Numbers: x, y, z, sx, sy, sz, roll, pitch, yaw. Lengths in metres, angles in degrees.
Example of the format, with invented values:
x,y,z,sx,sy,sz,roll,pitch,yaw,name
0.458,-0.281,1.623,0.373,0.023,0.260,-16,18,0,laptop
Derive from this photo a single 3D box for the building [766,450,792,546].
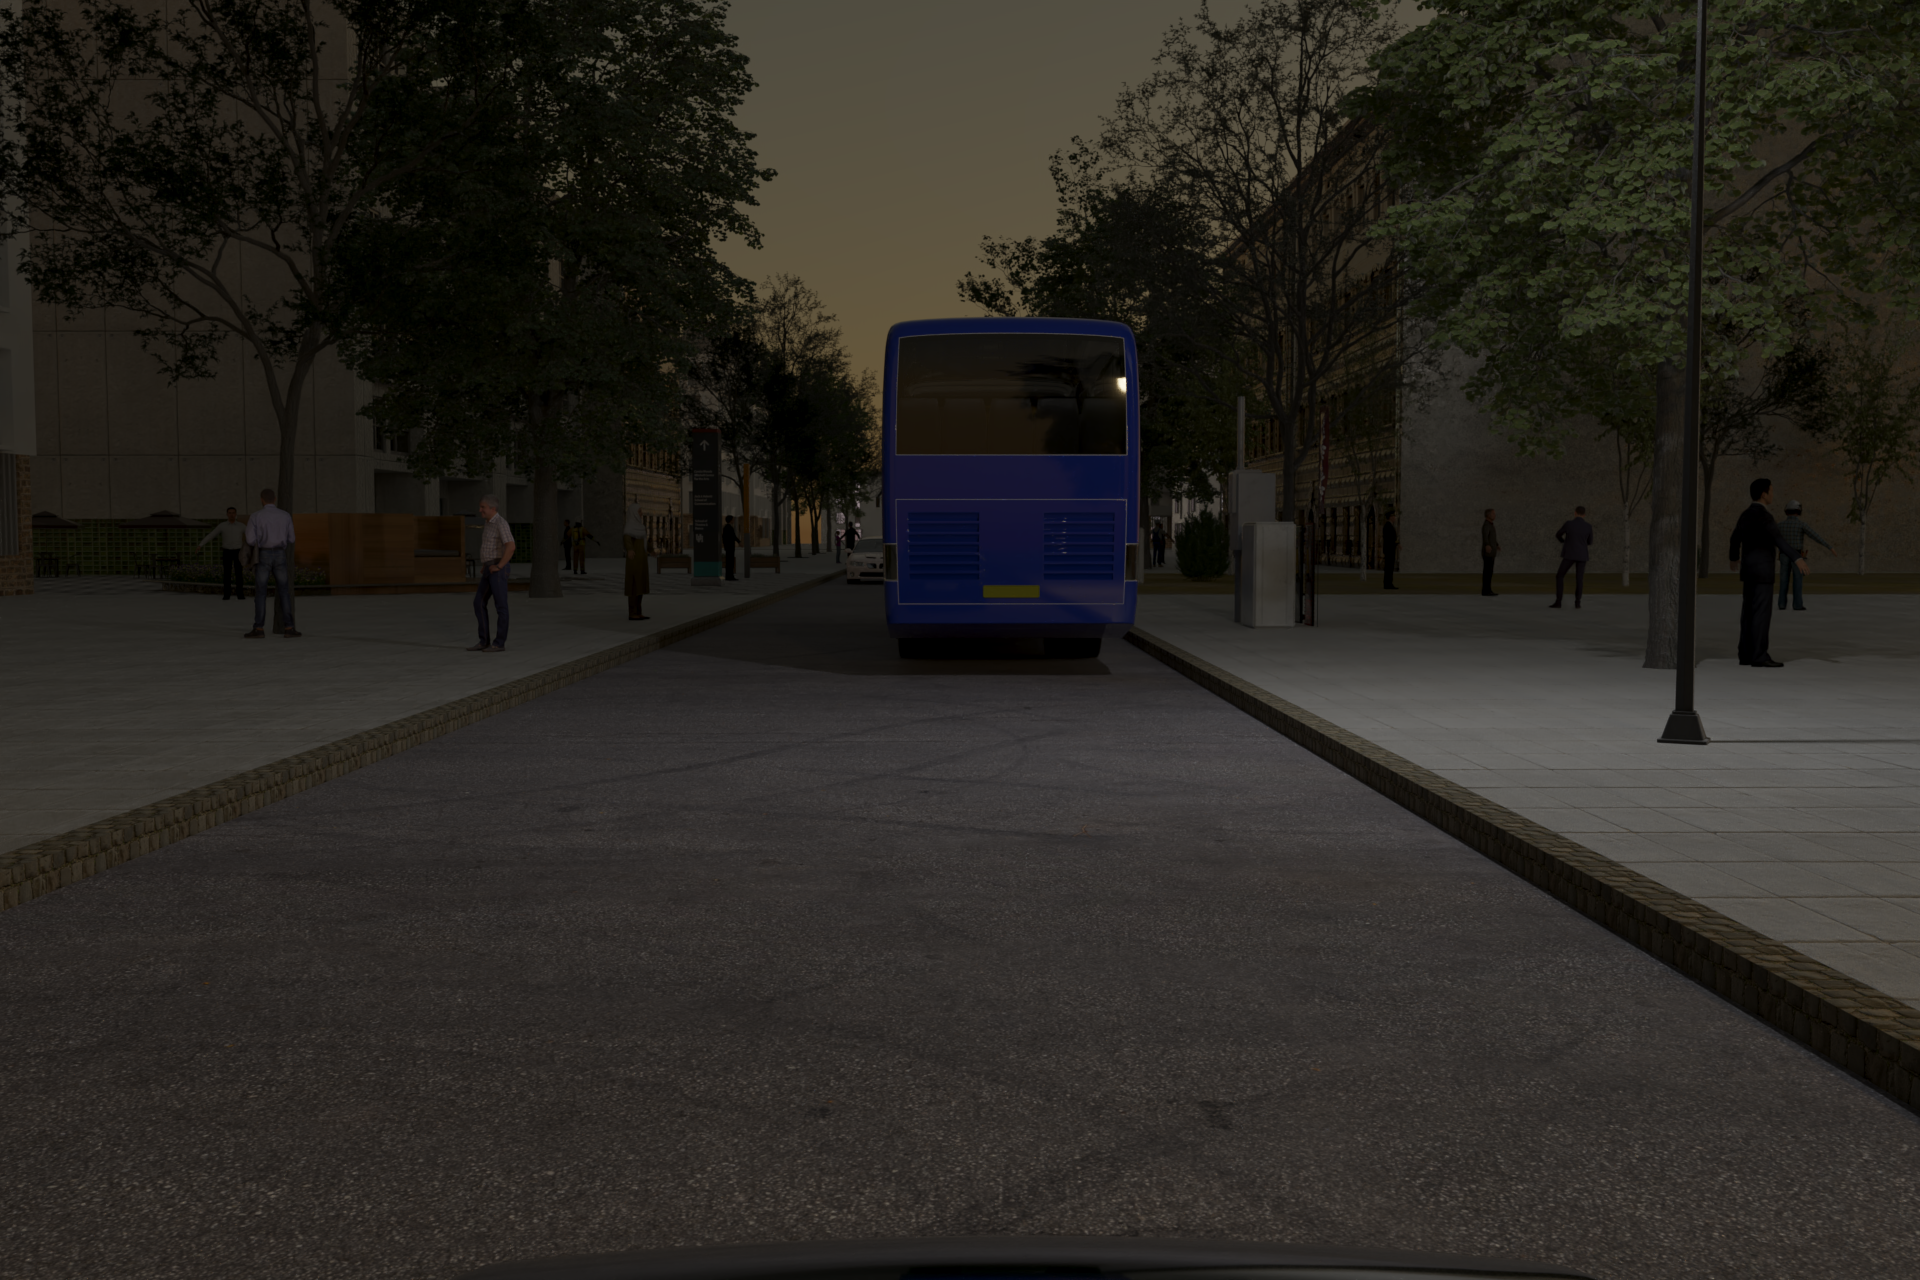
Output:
x,y,z,sx,sy,sz,roll,pitch,yaw,name
-29.336,-20.583,202.987,16.747,18.905,31.486,0,4,-1,building

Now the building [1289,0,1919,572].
x,y,z,sx,sy,sz,roll,pitch,yaw,name
23.894,-14.409,66.510,19.493,23.208,18.063,0,3,0,building

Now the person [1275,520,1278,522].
x,y,z,sx,sy,sz,roll,pitch,yaw,name
5.021,-1.362,28.354,0.704,1.819,1.344,3,5,41,person

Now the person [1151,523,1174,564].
x,y,z,sx,sy,sz,roll,pitch,yaw,name
8.641,-4.111,73.933,1.216,1.740,0.721,-2,4,-30,person

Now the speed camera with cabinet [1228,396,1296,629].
x,y,z,sx,sy,sz,roll,pitch,yaw,name
4.242,-1.834,24.325,0.660,3.252,2.038,0,4,-1,speed camera with cabinet

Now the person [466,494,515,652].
x,y,z,sx,sy,sz,roll,pitch,yaw,name
-5.111,-0.724,18.826,0.436,1.711,0.756,-2,4,-27,person

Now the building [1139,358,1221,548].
x,y,z,sx,sy,sz,roll,pitch,yaw,name
21.816,-18.958,166.389,16.016,20.090,11.380,0,3,0,building

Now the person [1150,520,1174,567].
x,y,z,sx,sy,sz,roll,pitch,yaw,name
7.704,-3.769,67.475,1.347,1.847,0.705,2,4,34,person

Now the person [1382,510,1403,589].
x,y,z,sx,sy,sz,roll,pitch,yaw,name
10.011,-2.097,40.227,0.705,1.837,1.347,0,4,1,person

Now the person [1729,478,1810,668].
x,y,z,sx,sy,sz,roll,pitch,yaw,name
7.768,-0.657,16.789,0.704,1.823,1.345,0,4,-4,person

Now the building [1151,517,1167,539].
x,y,z,sx,sy,sz,roll,pitch,yaw,name
23.172,-14.846,184.885,9.099,9.664,28.070,0,4,-1,building

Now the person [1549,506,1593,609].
x,y,z,sx,sy,sz,roll,pitch,yaw,name
10.572,-1.436,29.974,0.683,1.767,0.568,0,4,5,person

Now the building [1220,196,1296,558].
x,y,z,sx,sy,sz,roll,pitch,yaw,name
23.836,-15.637,86.598,19.493,23.208,18.063,0,4,-1,building

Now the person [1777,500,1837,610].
x,y,z,sx,sy,sz,roll,pitch,yaw,name
14.067,-1.432,29.255,1.345,1.849,0.704,3,5,45,person

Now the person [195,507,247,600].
x,y,z,sx,sy,sz,roll,pitch,yaw,name
-14.193,-1.691,33.800,1.344,1.810,0.704,-2,4,-24,person

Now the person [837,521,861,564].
x,y,z,sx,sy,sz,roll,pitch,yaw,name
-4.625,-4.091,73.027,0.704,1.812,1.346,3,5,44,person

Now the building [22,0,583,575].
x,y,z,sx,sy,sz,roll,pitch,yaw,name
-26.941,-12.378,68.830,16.747,18.905,31.486,0,4,0,building

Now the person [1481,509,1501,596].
x,y,z,sx,sy,sz,roll,pitch,yaw,name
10.991,-1.817,35.891,0.705,1.807,1.348,2,4,26,person

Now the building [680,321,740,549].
x,y,z,sx,sy,sz,roll,pitch,yaw,name
-26.187,-18.252,154.846,16.016,20.090,11.380,0,4,-1,building

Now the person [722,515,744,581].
x,y,z,sx,sy,sz,roll,pitch,yaw,name
-6.310,-2.540,47.709,0.705,1.806,1.347,-2,4,-29,person

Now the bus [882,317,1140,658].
x,y,z,sx,sy,sz,roll,pitch,yaw,name
0.419,-1.918,22.913,2.896,3.916,12.251,0,4,-1,bus

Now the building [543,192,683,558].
x,y,z,sx,sy,sz,roll,pitch,yaw,name
-26.991,-16.490,100.542,19.493,23.208,18.063,0,4,0,building

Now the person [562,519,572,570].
x,y,z,sx,sy,sz,roll,pitch,yaw,name
-14.033,-3.400,61.807,0.704,1.802,1.346,0,4,-3,person

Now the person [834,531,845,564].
x,y,z,sx,sy,sz,roll,pitch,yaw,name
-5.245,-4.050,75.477,0.599,1.433,0.991,1,4,20,person

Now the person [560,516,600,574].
x,y,z,sx,sy,sz,roll,pitch,yaw,name
-12.174,-3.035,55.385,1.354,1.858,0.705,1,4,11,person

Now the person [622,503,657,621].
x,y,z,sx,sy,sz,roll,pitch,yaw,name
-4.749,-1.165,25.823,0.721,1.736,1.217,0,4,6,person

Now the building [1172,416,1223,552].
x,y,z,sx,sy,sz,roll,pitch,yaw,name
20.272,-10.559,114.784,9.099,9.664,28.070,0,4,0,building

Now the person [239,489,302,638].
x,y,z,sx,sy,sz,roll,pitch,yaw,name
-8.563,-0.951,21.459,0.709,1.838,0.599,-2,4,-34,person

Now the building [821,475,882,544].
x,y,z,sx,sy,sz,roll,pitch,yaw,name
-4.098,-17.585,232.113,28.070,9.664,9.099,0,4,7,building

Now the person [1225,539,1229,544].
x,y,z,sx,sy,sz,roll,pitch,yaw,name
9.907,-3.333,60.758,1.348,1.796,0.705,2,4,31,person

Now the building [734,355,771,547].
x,y,z,sx,sy,sz,roll,pitch,yaw,name
-25.185,-19.297,171.927,16.016,20.090,11.380,0,4,1,building

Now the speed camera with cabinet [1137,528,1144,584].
x,y,z,sx,sy,sz,roll,pitch,yaw,name
4.461,-3.137,45.633,0.660,3.252,2.038,0,4,0,speed camera with cabinet
